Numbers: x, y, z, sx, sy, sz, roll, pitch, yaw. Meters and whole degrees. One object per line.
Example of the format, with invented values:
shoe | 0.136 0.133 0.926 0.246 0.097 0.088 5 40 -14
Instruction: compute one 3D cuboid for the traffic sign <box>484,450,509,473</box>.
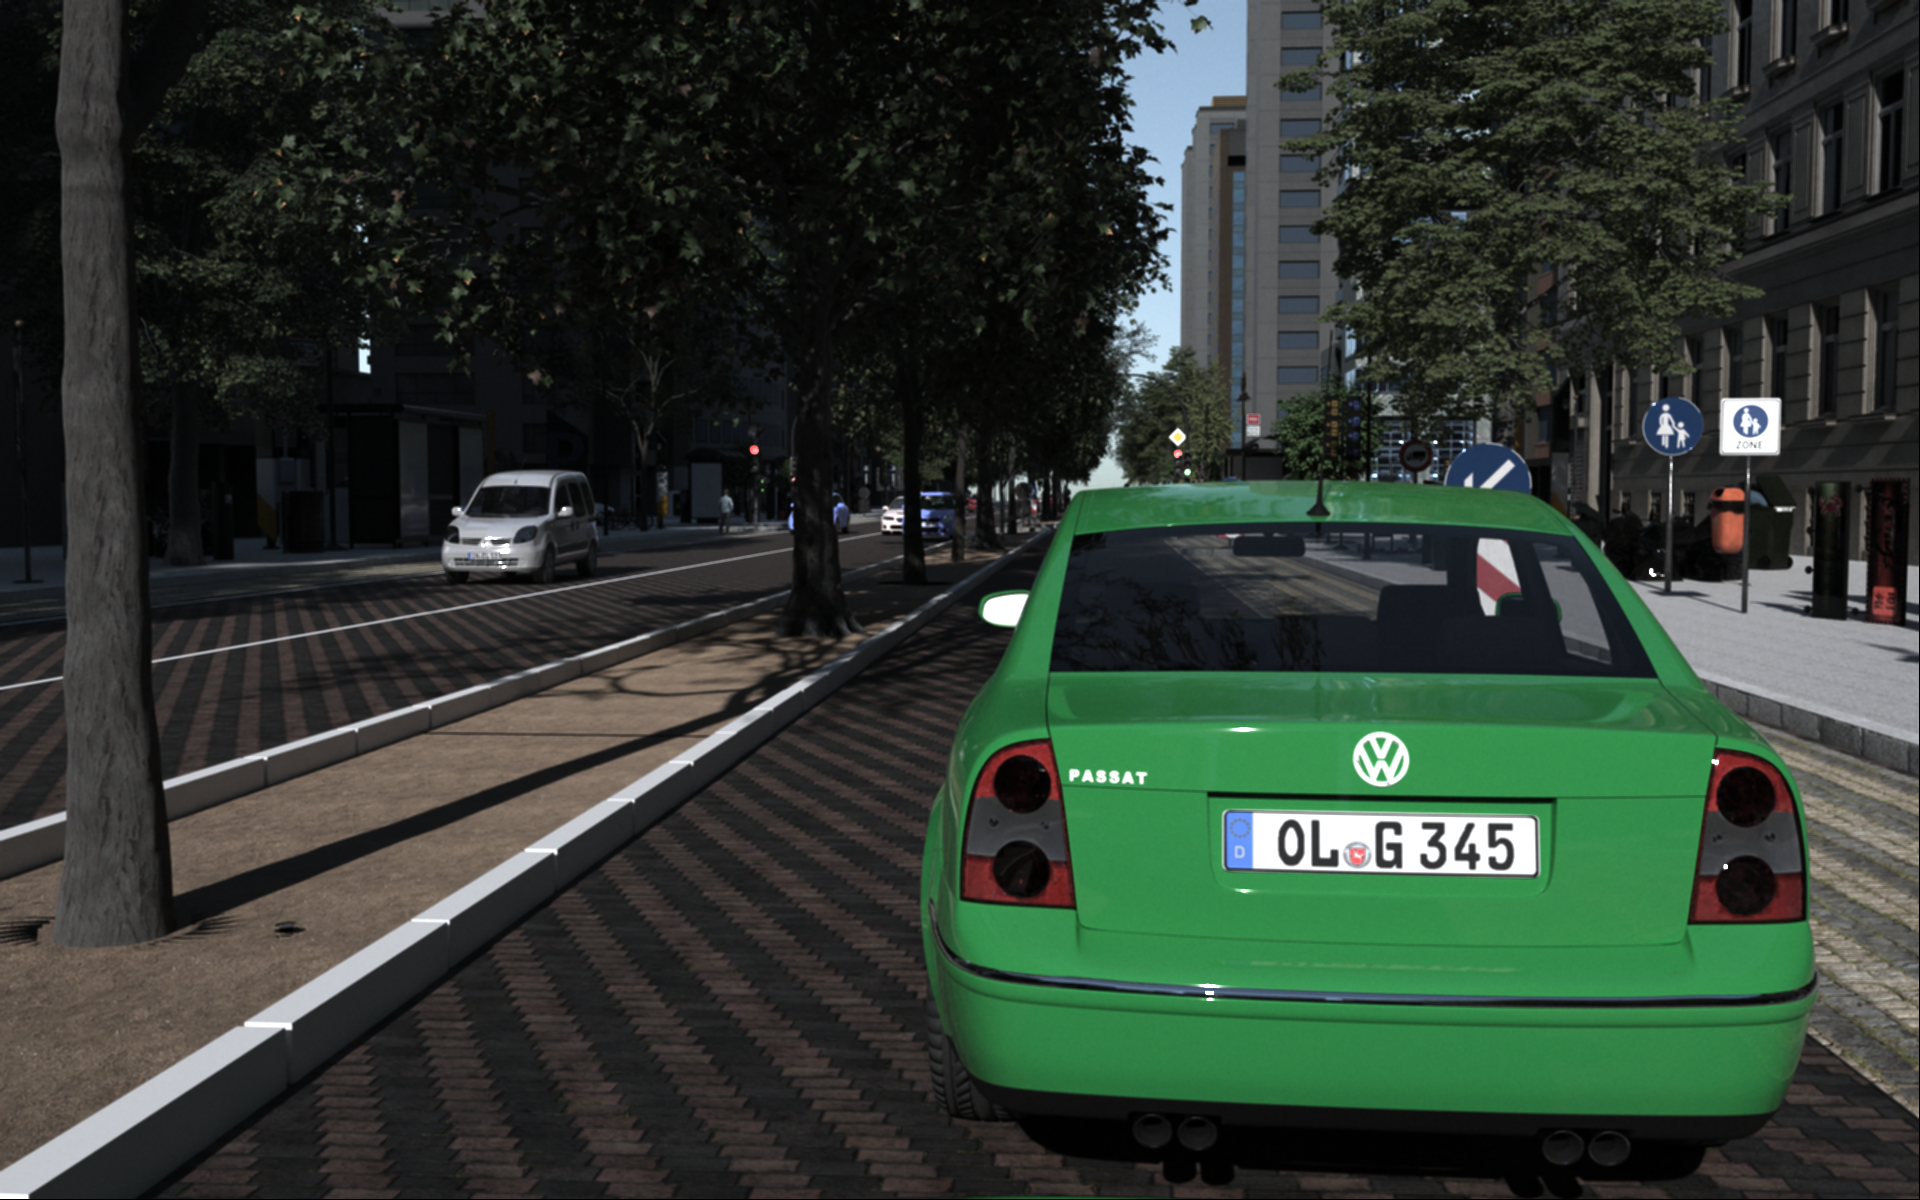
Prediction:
traffic sign | -13.543 -3.091 50.637 0.768 2.556 0.104 0 4 8

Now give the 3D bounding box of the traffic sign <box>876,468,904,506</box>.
traffic sign | -5.355 -8.571 134.009 2.265 3.308 0.079 1 4 10

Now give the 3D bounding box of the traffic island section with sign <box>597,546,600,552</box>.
traffic island section with sign | -9.918 -2.062 42.347 1.989 1.847 2.006 0 4 5

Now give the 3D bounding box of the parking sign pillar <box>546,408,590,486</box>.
parking sign pillar | -12.305 -4.029 54.347 1.447 3.967 1.447 0 4 -5

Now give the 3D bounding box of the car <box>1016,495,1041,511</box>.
car | 5.773 -8.357 145.672 2.155 1.783 4.494 0 4 3

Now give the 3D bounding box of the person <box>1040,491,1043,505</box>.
person | 11.391 -14.005 237.420 1.348 1.831 0.705 3 5 44

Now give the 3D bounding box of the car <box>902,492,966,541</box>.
car | -0.801 -2.723 54.118 1.945 1.707 3.694 0 4 6

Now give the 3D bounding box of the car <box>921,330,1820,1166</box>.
car | 0.970 0.216 5.259 1.959 1.807 4.718 0 4 6

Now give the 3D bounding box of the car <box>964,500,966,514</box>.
car | -0.639 -6.253 114.033 2.131 1.459 4.920 0 4 3

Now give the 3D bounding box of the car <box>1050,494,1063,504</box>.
car | 11.582 -12.347 210.919 2.155 1.783 4.494 0 4 3

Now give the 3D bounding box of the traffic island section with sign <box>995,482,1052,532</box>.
traffic island section with sign | 2.379 -3.561 66.356 2.006 1.907 1.989 0 4 5

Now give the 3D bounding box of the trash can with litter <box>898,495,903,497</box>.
trash can with litter | -4.957 -8.449 149.533 1.055 1.170 0.624 -2 4 -32

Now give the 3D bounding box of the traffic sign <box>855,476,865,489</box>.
traffic sign | -7.127 -7.527 123.168 0.768 2.556 0.104 1 4 11

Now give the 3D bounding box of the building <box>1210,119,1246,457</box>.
building | 37.451 -34.077 207.271 14.600 45.320 14.200 0 4 5

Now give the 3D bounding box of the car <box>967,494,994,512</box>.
car | 1.623 -7.775 136.154 2.155 1.783 4.494 0 4 4

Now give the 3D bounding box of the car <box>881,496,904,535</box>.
car | -1.659 -3.021 61.757 2.083 1.381 4.827 0 4 5

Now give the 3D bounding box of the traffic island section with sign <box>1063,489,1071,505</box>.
traffic island section with sign | 9.158 -8.593 148.624 2.006 1.907 1.989 0 4 5

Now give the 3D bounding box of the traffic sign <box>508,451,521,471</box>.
traffic sign | -13.457 -3.179 51.980 0.884 2.594 0.081 1 4 10

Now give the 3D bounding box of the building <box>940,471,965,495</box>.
building | -13.315 -27.356 292.315 27.650 21.520 28.899 0 4 5

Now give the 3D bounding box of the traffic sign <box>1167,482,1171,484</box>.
traffic sign | 15.087 -7.532 123.251 0.768 2.556 0.104 1 4 14

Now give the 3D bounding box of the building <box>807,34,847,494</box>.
building | -18.287 -31.043 157.665 14.600 45.320 14.200 0 4 5

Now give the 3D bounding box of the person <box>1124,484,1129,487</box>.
person | 5.976 -3.259 61.967 0.419 1.800 0.721 1 4 12

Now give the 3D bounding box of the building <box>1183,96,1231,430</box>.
building | 45.659 -44.080 262.707 21.231 58.520 28.212 0 4 5

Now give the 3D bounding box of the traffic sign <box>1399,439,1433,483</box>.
traffic sign | 10.589 -2.457 40.273 0.768 2.556 0.104 1 4 14

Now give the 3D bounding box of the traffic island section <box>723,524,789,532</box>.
traffic island section | -7.893 -2.733 66.964 2.009 0.180 2.903 0 4 5

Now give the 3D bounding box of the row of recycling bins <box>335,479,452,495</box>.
row of recycling bins | -15.671 -2.534 48.537 3.534 1.692 1.069 -2 4 -32

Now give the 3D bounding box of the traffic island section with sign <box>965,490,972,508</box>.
traffic island section with sign | 0.884 -10.083 173.491 1.989 1.847 2.006 0 4 5

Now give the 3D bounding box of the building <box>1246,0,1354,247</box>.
building | 37.210 -37.883 161.384 21.231 58.520 28.212 0 4 5

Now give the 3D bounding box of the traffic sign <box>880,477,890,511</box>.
traffic sign | -5.501 -7.750 126.812 0.768 2.556 0.104 1 4 14

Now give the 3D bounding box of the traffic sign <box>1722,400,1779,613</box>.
traffic sign | 8.445 -1.006 18.582 0.606 2.300 0.079 0 4 8

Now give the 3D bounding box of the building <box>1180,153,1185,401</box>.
building | 47.624 -45.798 290.801 21.231 58.520 28.212 0 4 5

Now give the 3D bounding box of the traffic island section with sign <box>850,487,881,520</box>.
traffic island section with sign | -5.387 -5.430 97.411 1.989 1.847 2.006 0 4 5

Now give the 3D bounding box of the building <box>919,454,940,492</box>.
building | -10.602 -29.232 249.642 14.160 30.474 14.107 0 4 5

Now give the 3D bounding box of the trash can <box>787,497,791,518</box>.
trash can | -8.728 -4.822 90.497 0.748 1.137 0.748 0 3 0

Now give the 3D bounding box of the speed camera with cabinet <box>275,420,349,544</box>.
speed camera with cabinet | -16.864 -3.094 44.920 2.038 3.252 0.660 -3 5 -42

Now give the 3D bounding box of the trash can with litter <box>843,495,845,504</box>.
trash can with litter | -9.700 -8.061 142.854 1.678 1.210 2.233 1 4 15

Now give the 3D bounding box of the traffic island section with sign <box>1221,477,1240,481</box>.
traffic island section with sign | 6.244 -1.981 41.011 1.989 1.847 2.006 0 4 5

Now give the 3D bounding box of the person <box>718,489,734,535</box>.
person | -8.129 -3.052 60.216 0.589 1.601 0.330 1 4 19

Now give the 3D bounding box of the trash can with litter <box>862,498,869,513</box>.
trash can with litter | -6.501 -6.544 118.380 0.624 1.170 1.055 0 4 -3

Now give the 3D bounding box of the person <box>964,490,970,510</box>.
person | 0.633 -9.184 158.522 0.599 1.838 0.709 1 4 20

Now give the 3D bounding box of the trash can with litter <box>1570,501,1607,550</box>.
trash can with litter | 10.495 -1.036 28.331 1.055 1.170 0.624 3 5 45

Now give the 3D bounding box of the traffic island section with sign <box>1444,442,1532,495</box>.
traffic island section with sign | 4.027 -0.337 14.142 1.989 1.847 2.006 0 4 5

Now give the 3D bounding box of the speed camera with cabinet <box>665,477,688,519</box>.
speed camera with cabinet | -14.620 -5.942 91.488 0.660 3.252 2.038 3 5 44

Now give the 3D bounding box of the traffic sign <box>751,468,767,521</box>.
traffic sign | -9.399 -4.948 81.006 0.768 2.556 0.104 1 4 10

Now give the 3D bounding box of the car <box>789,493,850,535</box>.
car | -5.009 -3.192 61.781 1.945 1.707 3.694 0 4 6

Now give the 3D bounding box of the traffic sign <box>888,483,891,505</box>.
traffic sign | -5.164 -7.871 128.798 0.768 2.556 0.104 0 4 5

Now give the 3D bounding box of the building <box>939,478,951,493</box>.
building | -11.972 -50.621 265.896 20.563 71.187 20.611 0 4 5

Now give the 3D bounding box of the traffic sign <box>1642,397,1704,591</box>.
traffic sign | 9.343 -1.387 22.783 0.768 2.556 0.104 0 4 7
